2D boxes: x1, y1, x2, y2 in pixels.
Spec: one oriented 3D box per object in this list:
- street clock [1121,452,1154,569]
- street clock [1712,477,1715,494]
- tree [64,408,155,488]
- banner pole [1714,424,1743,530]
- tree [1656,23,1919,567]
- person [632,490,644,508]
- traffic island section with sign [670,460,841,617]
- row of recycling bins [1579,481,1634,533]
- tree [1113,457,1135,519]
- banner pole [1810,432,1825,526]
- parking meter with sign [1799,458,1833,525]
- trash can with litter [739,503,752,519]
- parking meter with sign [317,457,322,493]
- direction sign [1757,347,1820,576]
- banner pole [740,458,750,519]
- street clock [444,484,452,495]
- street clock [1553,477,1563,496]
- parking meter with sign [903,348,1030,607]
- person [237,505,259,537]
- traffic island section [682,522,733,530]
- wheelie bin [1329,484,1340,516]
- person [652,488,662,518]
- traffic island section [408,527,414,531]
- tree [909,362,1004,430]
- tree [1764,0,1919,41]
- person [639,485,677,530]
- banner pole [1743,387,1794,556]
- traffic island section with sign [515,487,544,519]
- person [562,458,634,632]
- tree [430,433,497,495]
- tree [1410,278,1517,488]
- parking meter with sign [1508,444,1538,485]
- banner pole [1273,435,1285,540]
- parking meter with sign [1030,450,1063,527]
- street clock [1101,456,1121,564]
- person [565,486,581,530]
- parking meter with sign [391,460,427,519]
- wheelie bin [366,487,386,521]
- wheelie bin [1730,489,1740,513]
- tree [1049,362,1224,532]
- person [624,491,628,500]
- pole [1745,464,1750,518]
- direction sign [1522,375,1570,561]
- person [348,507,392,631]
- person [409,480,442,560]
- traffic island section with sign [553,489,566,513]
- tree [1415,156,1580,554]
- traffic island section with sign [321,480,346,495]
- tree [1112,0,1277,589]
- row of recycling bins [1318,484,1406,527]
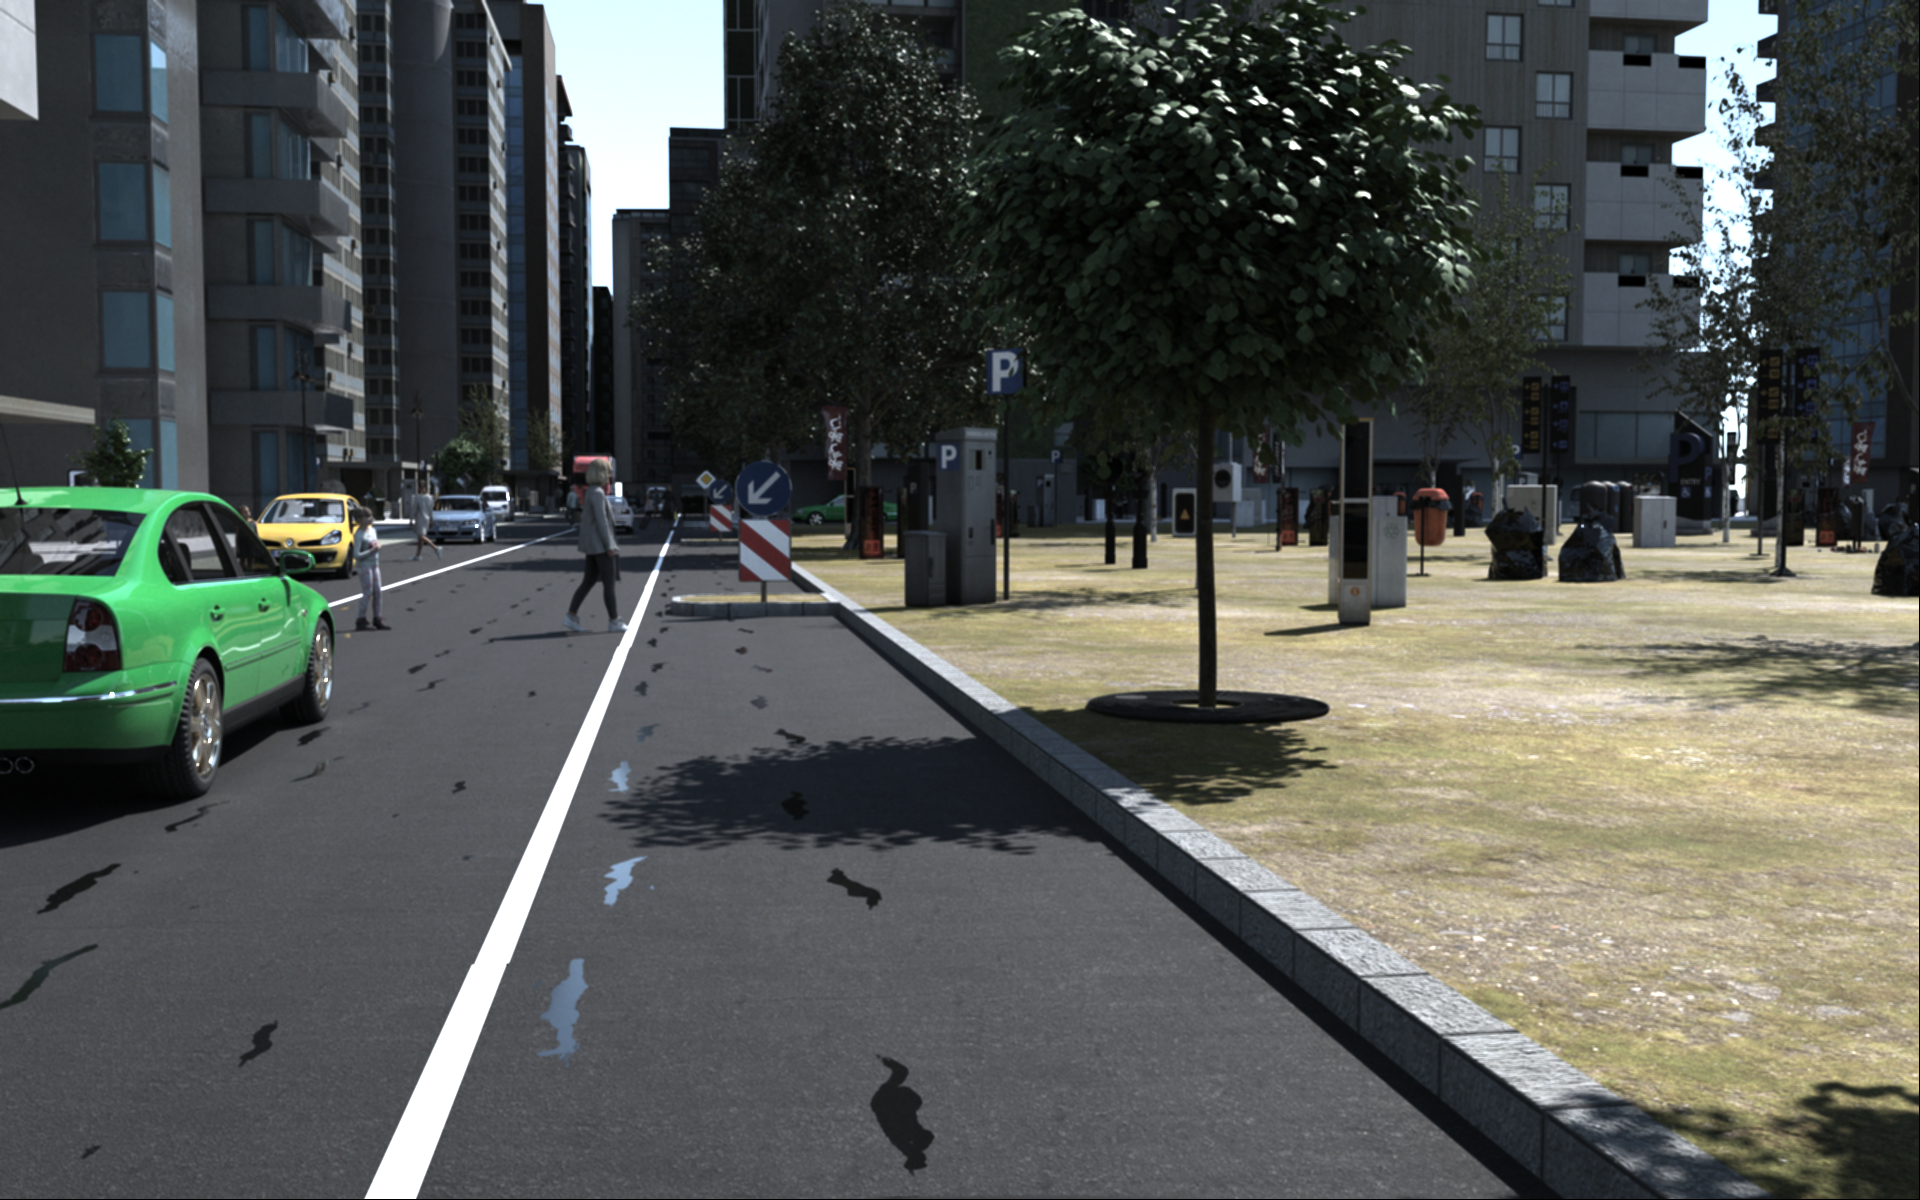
[{"bbox_3d":[3.102,-1.545,29.835,0.358,2.002,0.471,-2,4,-33],"label":"street clock"},{"bbox_3d":[31.011,-4.109,71.753,0.471,2.002,0.358,2,4,25],"label":"street clock"},{"bbox_3d":[-18.877,-2.711,38.919,1.663,3.219,1.824,0,3,0],"label":"tree"},{"bbox_3d":[27.043,-4.345,61.065,0.401,3.779,0.863,-1,4,-21],"label":"banner pole"},{"bbox_3d":[14.200,-4.876,30.079,4.360,8.622,3.978,0,3,0],"label":"tree"},{"bbox_3d":[-32.918,-10.314,177.221,1.350,1.814,0.705,-1,4,-18],"label":"person"},{"bbox_3d":[-2.534,-0.766,21.158,1.989,1.847,2.006,-1,4,-9],"label":"traffic island section with sign"},{"bbox_3d":[21.533,-3.053,57.032,3.534,1.692,1.069,-3,5,-39],"label":"row of recycling bins"},{"bbox_3d":[8.198,-5.707,87.917,1.663,3.219,1.824,0,3,0],"label":"tree"},{"bbox_3d":[34.409,-4.853,69.363,0.401,3.779,0.863,0,4,-3],"label":"banner pole"},{"bbox_3d":[35.611,-4.675,72.690,1.738,3.016,0.543,3,4,36],"label":"parking meter with sign"},{"bbox_3d":[-10.415,-4.488,84.760,0.624,1.170,1.055,-2,4,-27],"label":"trash can with litter"},{"bbox_3d":[-30.444,-5.158,80.591,0.543,3.016,1.738,1,4,16],"label":"parking meter with sign"},{"bbox_3d":[12.913,-2.145,27.068,0.876,3.537,0.379,3,4,38],"label":"direction sign"},{"bbox_3d":[-10.188,-5.651,82.403,0.863,3.779,0.401,3,5,44],"label":"banner pole"},{"bbox_3d":[-31.044,-6.149,105.108,0.471,2.002,0.358,2,4,33],"label":"street clock"},{"bbox_3d":[25.765,-4.288,74.674,0.358,2.002,0.471,-1,4,-13],"label":"street clock"},{"bbox_3d":[0.049,-1.465,20.221,0.543,3.016,1.738,3,4,38],"label":"parking meter with sign"},{"bbox_3d":[-11.158,-0.854,27.130,0.362,1.253,0.373,-2,4,-31],"label":"person"},{"bbox_3d":[-10.285,-2.950,70.517,2.009,0.180,2.903,-1,4,-9],"label":"traffic island section"},{"bbox_3d":[12.130,-2.875,54.916,0.693,1.594,0.980,-3,5,-44],"label":"wheelie bin"},{"bbox_3d":[-18.243,-5.855,104.255,0.654,1.822,0.581,0,4,-8],"label":"person"},{"bbox_3d":[-20.700,-2.851,68.892,2.009,0.180,2.903,-1,4,-9],"label":"traffic island section"},{"bbox_3d":[-0.088,-7.143,67.153,4.737,8.622,4.395,0,3,0],"label":"tree"},{"bbox_3d":[8.886,-3.984,15.507,4.360,8.622,3.978,0,3,0],"label":"tree"},{"bbox_3d":[-12.096,-3.725,69.622,1.509,1.804,0.699,1,4,12],"label":"person"},{"bbox_3d":[16.812,-2.801,35.816,0.401,3.779,0.863,-2,4,-35],"label":"banner pole"},{"bbox_3d":[-25.553,-5.702,101.862,1.989,1.847,2.006,-1,4,-9],"label":"traffic island section with sign"},{"bbox_3d":[-3.791,-0.572,18.036,0.728,1.800,0.709,-1,4,-20],"label":"person"},{"bbox_3d":[-27.931,-6.962,97.542,4.285,4.588,4.351,0,3,0],"label":"tree"},{"bbox_3d":[15.482,-6.452,55.850,4.360,8.622,3.978,0,3,0],"label":"tree"},{"bbox_3d":[19.968,-3.952,60.869,1.738,3.016,0.543,-3,5,-39],"label":"parking meter with sign"},{"bbox_3d":[9.029,-3.602,48.912,0.401,3.779,0.863,-1,4,-19],"label":"banner pole"},{"bbox_3d":[3.269,-4.341,67.239,0.543,3.016,1.738,3,4,37],"label":"parking meter with sign"},{"bbox_3d":[2.762,-1.665,31.789,0.471,2.002,0.358,0,4,6],"label":"street clock"},{"bbox_3d":[-15.626,-3.739,70.116,0.515,1.767,0.782,2,4,27],"label":"person"},{"bbox_3d":[-28.124,-5.630,88.309,1.738,3.016,0.543,-3,5,-40],"label":"parking meter with sign"},{"bbox_3d":[-27.930,-4.575,82.703,0.693,1.594,0.980,2,4,30],"label":"wheelie bin"},{"bbox_3d":[51.213,-6.548,114.963,0.980,1.594,0.693,0,4,1],"label":"wheelie bin"},{"bbox_3d":[5.916,-8.545,57.832,7.486,12.596,7.792,0,3,0],"label":"tree"},{"bbox_3d":[-32.800,-9.812,169.648,0.721,1.743,1.217,-3,5,-39],"label":"person"},{"bbox_3d":[42.830,-6.134,94.142,0.158,3.312,0.155,0,3,0],"label":"pole"},{"bbox_3d":[11.259,-2.529,33.346,0.876,3.537,0.379,2,4,31],"label":"direction sign"},{"bbox_3d":[-6.197,-0.333,18.216,0.394,1.301,0.425,0,4,-3],"label":"person"},{"bbox_3d":[-11.530,-1.717,37.325,0.760,1.731,0.466,0,4,1],"label":"person"},{"bbox_3d":[-29.786,-7.349,128.792,1.989,1.847,2.006,-1,4,-9],"label":"traffic island section with sign"},{"bbox_3d":[11.306,-5.301,37.033,4.737,8.622,4.395,0,3,0],"label":"tree"},{"bbox_3d":[-16.859,-2.317,46.503,1.989,1.847,2.006,-1,4,-9],"label":"traffic island section with sign"},{"bbox_3d":[3.401,-4.473,23.504,4.360,8.622,3.978,0,3,0],"label":"tree"},{"bbox_3d":[15.789,-3.742,68.286,3.534,1.692,1.069,0,4,-5],"label":"row of recycling bins"}]
